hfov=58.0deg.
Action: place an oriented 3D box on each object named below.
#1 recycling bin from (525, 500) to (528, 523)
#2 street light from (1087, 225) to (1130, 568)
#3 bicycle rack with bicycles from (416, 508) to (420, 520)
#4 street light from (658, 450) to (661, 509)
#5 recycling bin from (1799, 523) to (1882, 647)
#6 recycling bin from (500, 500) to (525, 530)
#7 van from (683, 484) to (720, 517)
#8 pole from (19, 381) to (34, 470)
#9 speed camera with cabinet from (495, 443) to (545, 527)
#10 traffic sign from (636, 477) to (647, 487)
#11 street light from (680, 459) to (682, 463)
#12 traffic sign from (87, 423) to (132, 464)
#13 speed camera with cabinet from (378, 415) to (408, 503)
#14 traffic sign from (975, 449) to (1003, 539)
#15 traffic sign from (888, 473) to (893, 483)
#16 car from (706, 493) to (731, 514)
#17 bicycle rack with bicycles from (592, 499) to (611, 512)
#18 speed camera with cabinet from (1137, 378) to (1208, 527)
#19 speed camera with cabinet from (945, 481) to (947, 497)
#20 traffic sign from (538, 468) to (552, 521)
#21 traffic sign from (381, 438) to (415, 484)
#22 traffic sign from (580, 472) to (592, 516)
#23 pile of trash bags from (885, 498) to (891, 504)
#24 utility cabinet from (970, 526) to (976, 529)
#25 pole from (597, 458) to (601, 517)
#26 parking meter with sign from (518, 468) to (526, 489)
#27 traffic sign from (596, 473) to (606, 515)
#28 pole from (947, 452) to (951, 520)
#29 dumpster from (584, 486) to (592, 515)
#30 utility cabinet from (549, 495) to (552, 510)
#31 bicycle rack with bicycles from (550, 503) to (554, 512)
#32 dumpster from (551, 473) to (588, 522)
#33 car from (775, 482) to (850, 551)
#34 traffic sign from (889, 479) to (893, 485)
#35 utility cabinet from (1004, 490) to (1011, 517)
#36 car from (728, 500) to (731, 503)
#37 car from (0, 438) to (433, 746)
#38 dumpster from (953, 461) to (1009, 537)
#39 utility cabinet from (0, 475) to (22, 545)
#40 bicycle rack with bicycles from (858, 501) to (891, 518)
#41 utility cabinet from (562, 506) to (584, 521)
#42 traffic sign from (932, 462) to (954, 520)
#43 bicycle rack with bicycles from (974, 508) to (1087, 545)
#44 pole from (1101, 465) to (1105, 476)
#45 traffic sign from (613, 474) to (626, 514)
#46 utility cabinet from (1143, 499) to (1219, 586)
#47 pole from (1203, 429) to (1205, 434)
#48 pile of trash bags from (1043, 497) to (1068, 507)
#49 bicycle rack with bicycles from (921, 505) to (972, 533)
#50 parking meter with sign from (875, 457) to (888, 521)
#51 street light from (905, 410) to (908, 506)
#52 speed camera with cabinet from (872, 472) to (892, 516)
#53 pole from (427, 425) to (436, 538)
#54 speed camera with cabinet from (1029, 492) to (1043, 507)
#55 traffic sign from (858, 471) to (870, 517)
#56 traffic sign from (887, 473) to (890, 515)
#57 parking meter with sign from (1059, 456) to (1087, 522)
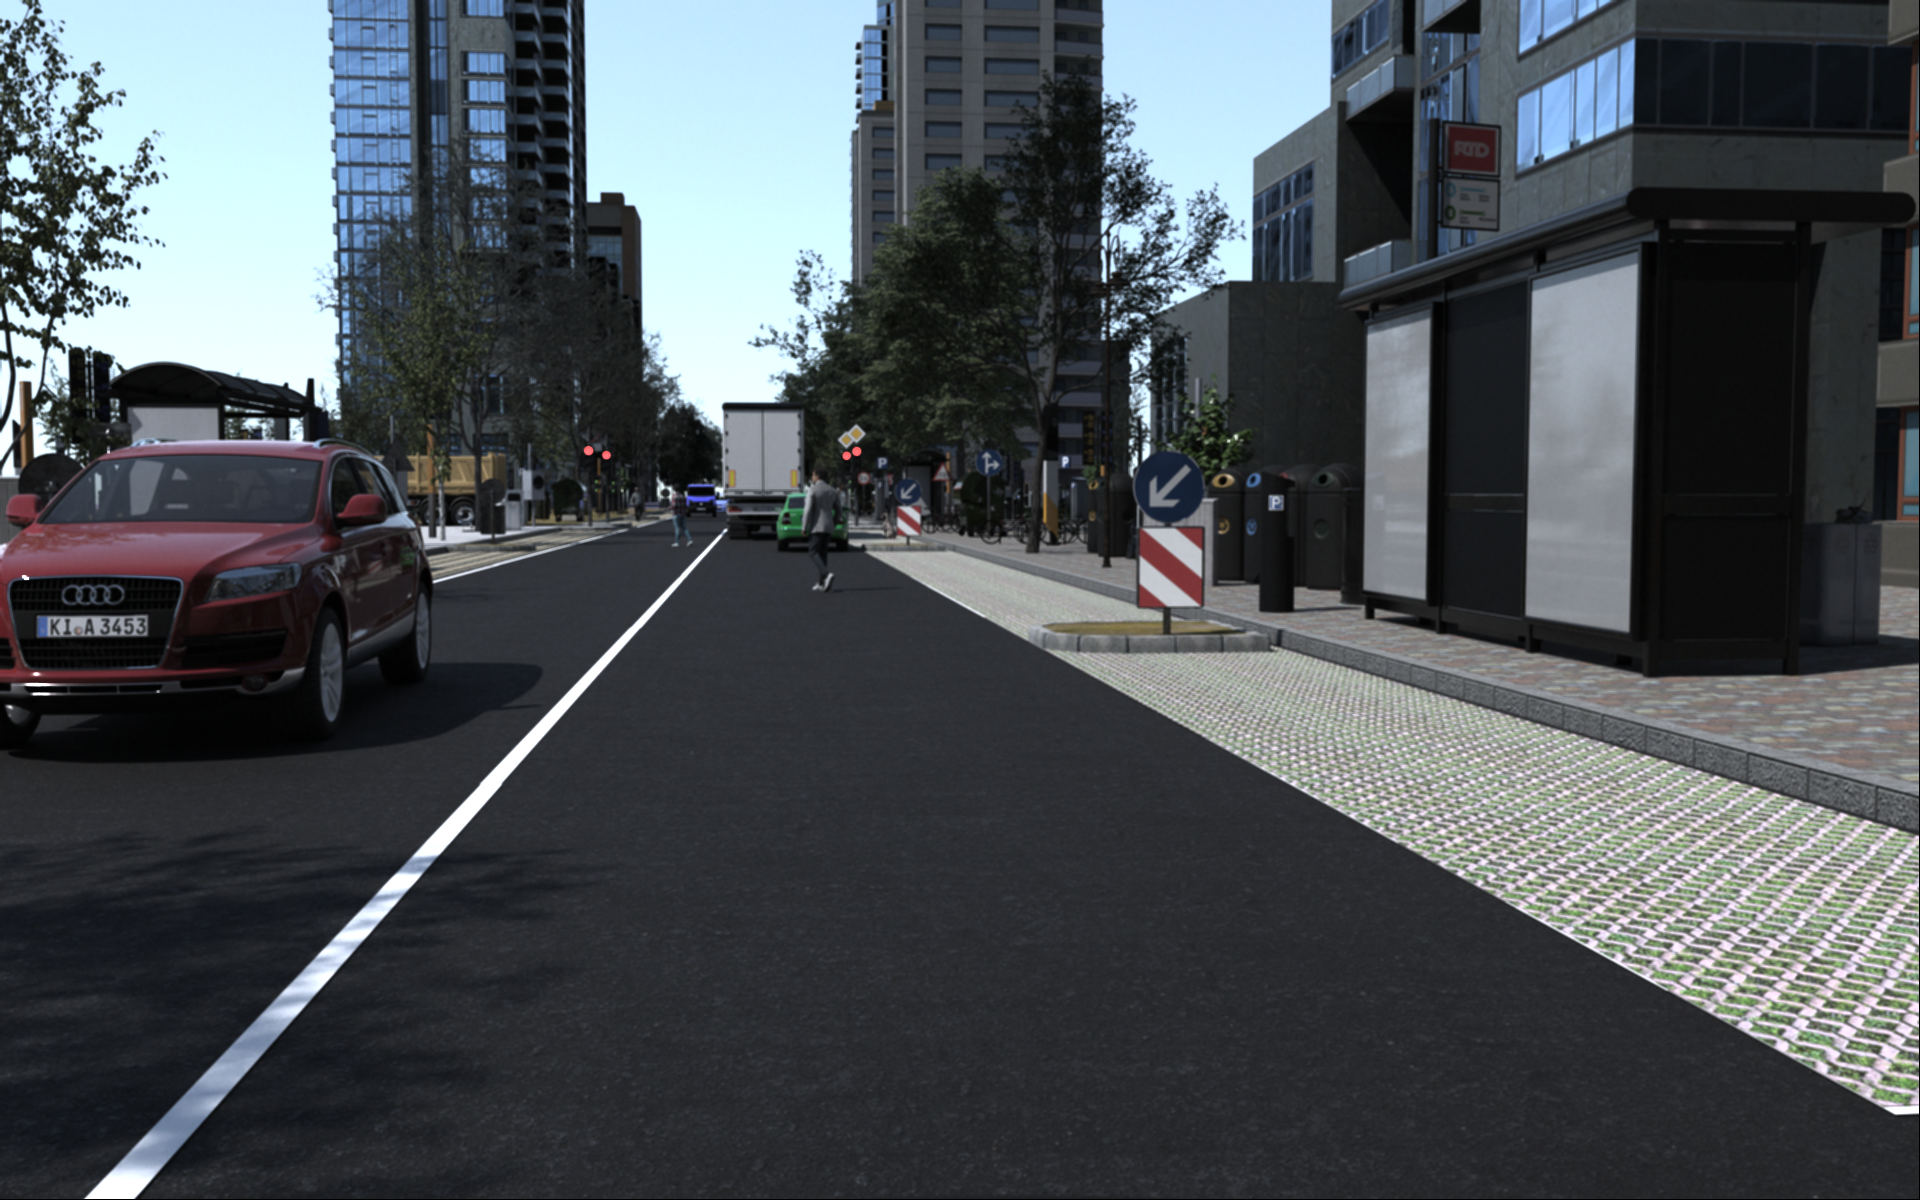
[{"bbox_3d":[-19.554,-3.907,76.425,0.722,1.027,0.722,3,4,39],"label":"recycling bin"},{"bbox_3d":[2.567,-3.506,30.111,0.468,5.910,1.993,0,4,-7],"label":"street light"},{"bbox_3d":[-26.876,-4.420,85.642,2.852,0.926,2.925,2,4,35],"label":"bicycle rack with bicycles"},{"bbox_3d":[-26.518,-11.028,153.094,0.468,5.910,1.993,0,4,-7],"label":"street light"},{"bbox_3d":[7.407,-0.147,14.960,0.722,1.027,0.722,-2,4,-25],"label":"recycling bin"},{"bbox_3d":[-16.006,-3.008,61.730,0.722,1.027,0.722,-1,4,-10],"label":"recycling bin"},{"bbox_3d":[-16.131,-6.336,107.981,2.240,2.365,5.245,-1,4,-8],"label":"van"},{"bbox_3d":[-16.868,-2.294,31.354,0.158,3.312,0.155,0,3,0],"label":"pole"},{"bbox_3d":[-17.002,-4.441,66.944,0.660,3.252,2.038,2,4,34],"label":"speed camera with cabinet"},{"bbox_3d":[-23.275,-7.735,126.565,0.768,2.556,0.104,0,4,2],"label":"traffic sign"},{"bbox_3d":[-31.065,-13.456,192.788,0.468,5.910,1.993,0,4,-7],"label":"street light"},{"bbox_3d":[-12.210,-1.394,24.915,0.606,2.300,0.079,0,4,-6],"label":"traffic sign"},{"bbox_3d":[-14.936,-3.004,43.450,2.038,3.252,0.660,1,4,10],"label":"speed camera with cabinet"},{"bbox_3d":[0.819,-2.987,48.936,0.768,2.556,0.104,0,4,3],"label":"traffic sign"},{"bbox_3d":[-3.966,-6.397,104.702,0.768,2.556,0.104,0,4,-1],"label":"traffic sign"},{"bbox_3d":[-17.678,-7.122,126.042,1.945,1.707,3.694,-1,4,-8],"label":"car"},{"bbox_3d":[-25.956,-6.875,125.785,2.852,0.926,2.925,0,4,-5],"label":"bicycle rack with bicycles"},{"bbox_3d":[3.718,-2.199,30.283,0.660,3.252,2.038,-1,4,-15],"label":"speed camera with cabinet"},{"bbox_3d":[-1.844,-9.032,142.013,2.038,3.252,0.660,1,4,21],"label":"speed camera with cabinet"},{"bbox_3d":[-20.097,-5.109,83.636,0.768,2.556,0.104,0,4,1],"label":"traffic sign"},{"bbox_3d":[-13.195,-2.478,40.519,0.884,2.594,0.081,0,4,-4],"label":"traffic sign"},{"bbox_3d":[-21.391,-6.054,99.097,0.768,2.556,0.104,0,4,0],"label":"traffic sign"},{"bbox_3d":[-6.352,-8.112,142.387,3.447,1.369,1.912,0,4,-4],"label":"pile of trash bags"},{"bbox_3d":[0.608,-3.211,63.667,0.306,1.237,1.020,1,4,13],"label":"utility cabinet"},{"bbox_3d":[-20.418,-6.372,98.018,0.158,3.312,0.155,0,3,0],"label":"pole"},{"bbox_3d":[-29.032,-7.321,115.967,0.543,3.016,1.738,0,4,5],"label":"parking meter with sign"},{"bbox_3d":[-21.522,-6.358,104.052,0.768,2.556,0.104,0,4,1],"label":"traffic sign"},{"bbox_3d":[-0.539,-5.522,84.131,0.158,3.312,0.155,0,3,0],"label":"pole"},{"bbox_3d":[-22.874,-6.027,104.296,1.264,1.857,1.865,0,4,-7],"label":"dumpster"},{"bbox_3d":[-32.918,-7.736,137.637,1.020,1.237,0.306,2,4,24],"label":"utility cabinet"},{"bbox_3d":[-30.936,-6.818,124.848,2.925,0.926,2.852,0,4,5],"label":"bicycle rack with bicycles"},{"bbox_3d":[-18.051,-4.739,79.969,1.502,2.255,1.985,0,4,-6],"label":"dumpster"},{"bbox_3d":[-3.808,-2.196,44.700,1.959,1.807,4.718,0,4,-5],"label":"car"},{"bbox_3d":[-3.869,-6.362,104.015,0.884,2.594,0.081,0,4,-1],"label":"traffic sign"},{"bbox_3d":[2.258,-5.403,97.018,1.173,1.500,0.318,-2,4,-26],"label":"utility cabinet"},{"bbox_3d":[-24.590,-10.719,187.843,1.945,1.354,3.894,0,4,-5],"label":"car"},{"bbox_3d":[-4.896,-0.181,11.634,2.281,1.827,5.304,0,4,-8],"label":"car"},{"bbox_3d":[0.640,-3.044,52.265,1.502,2.255,1.985,0,4,-6],"label":"dumpster"},{"bbox_3d":[-11.161,-0.717,20.406,1.173,1.500,0.318,-1,4,-17],"label":"utility cabinet"},{"bbox_3d":[-3.934,-4.930,93.982,2.852,0.926,2.925,-2,4,-32],"label":"bicycle rack with bicycles"},{"bbox_3d":[-18.476,-4.509,82.405,1.173,1.500,0.318,1,4,17],"label":"utility cabinet"},{"bbox_3d":[-0.697,-4.278,69.952,0.884,2.594,0.081,0,4,2],"label":"traffic sign"},{"bbox_3d":[2.265,-1.933,44.990,2.925,0.926,2.852,1,4,22],"label":"bicycle rack with bicycles"},{"bbox_3d":[4.196,-3.457,50.367,0.158,3.312,0.155,0,3,0],"label":"pole"},{"bbox_3d":[-21.749,-6.748,110.332,0.884,2.594,0.081,0,4,-6],"label":"traffic sign"},{"bbox_3d":[3.094,-0.804,24.313,1.020,1.237,0.306,1,4,22],"label":"utility cabinet"},{"bbox_3d":[7.012,-3.398,49.401,0.158,3.312,0.155,0,3,0],"label":"pole"},{"bbox_3d":[7.055,-7.090,125.674,1.912,1.369,3.447,-1,4,-20],"label":"pile of trash bags"},{"bbox_3d":[0.077,-2.702,57.562,2.925,0.926,2.852,0,4,-6],"label":"bicycle rack with bicycles"},{"bbox_3d":[-3.806,-5.294,82.820,0.543,3.016,1.738,-1,4,-9],"label":"parking meter with sign"},{"bbox_3d":[-2.140,-5.899,69.228,0.468,5.910,1.993,0,4,-7],"label":"street light"},{"bbox_3d":[-4.696,-6.590,102.079,0.660,3.252,2.038,-1,4,-15],"label":"speed camera with cabinet"},{"bbox_3d":[-15.517,-3.488,50.865,0.158,3.312,0.155,0,3,0],"label":"pole"},{"bbox_3d":[5.598,-7.578,118.242,2.038,3.252,0.660,-1,4,-16],"label":"speed camera with cabinet"},{"bbox_3d":[-5.376,-5.911,96.746,0.768,2.556,0.104,0,4,2],"label":"traffic sign"},{"bbox_3d":[-4.359,-6.480,105.959,0.884,2.594,0.081,0,4,-2],"label":"traffic sign"},{"bbox_3d":[5.516,-5.115,79.892,1.738,3.016,0.543,-3,4,-37],"label":"parking meter with sign"}]
